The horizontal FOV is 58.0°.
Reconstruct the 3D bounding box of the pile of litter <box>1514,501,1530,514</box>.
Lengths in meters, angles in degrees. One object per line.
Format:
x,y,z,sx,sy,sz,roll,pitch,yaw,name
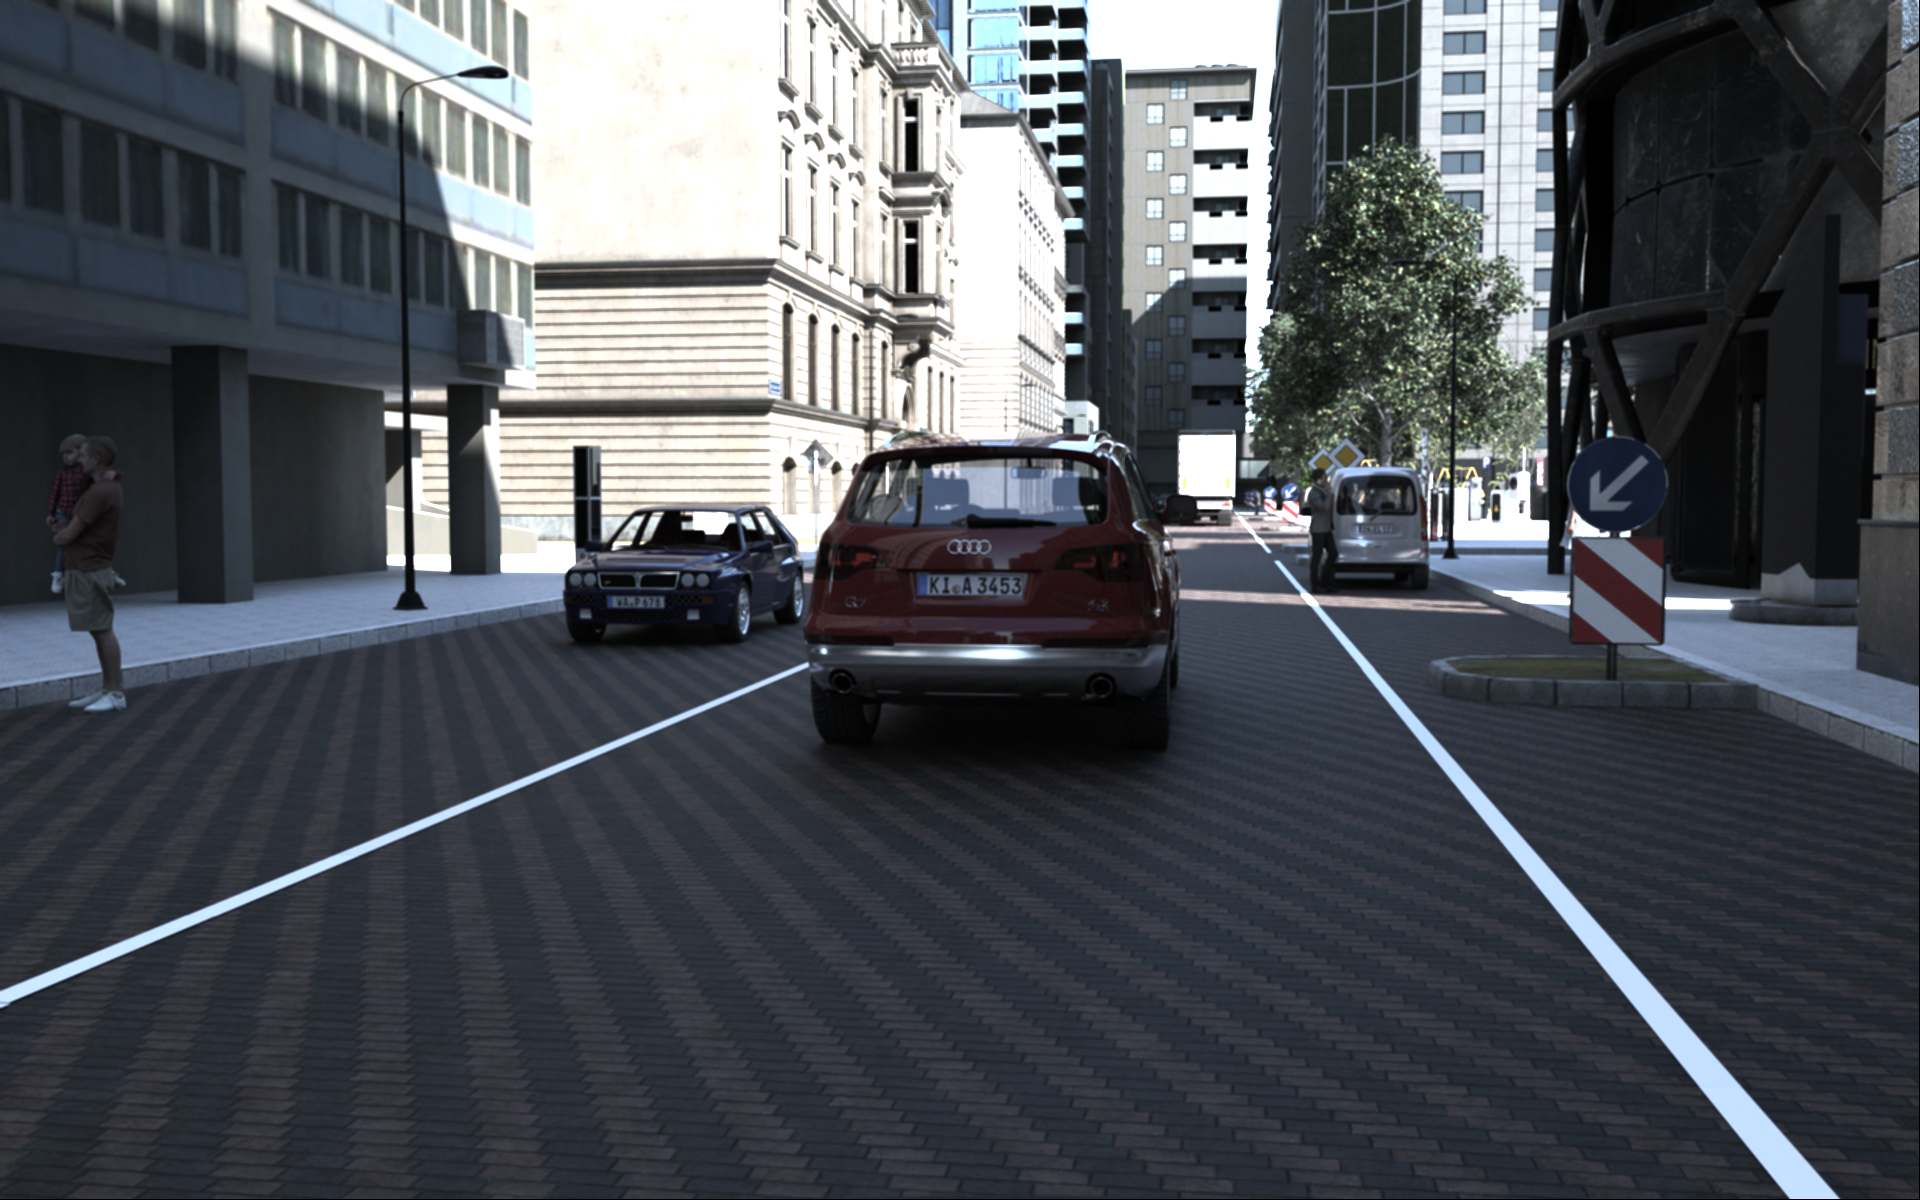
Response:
36.107,-5.947,111.194,1.719,0.858,1.176,-1,4,-8,pile of litter

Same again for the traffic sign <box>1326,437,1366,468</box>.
7.883,-2.026,35.309,0.795,2.593,0.064,1,4,9,traffic sign

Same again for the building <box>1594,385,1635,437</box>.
75.132,-19.995,171.964,28.899,21.520,27.650,1,4,9,building

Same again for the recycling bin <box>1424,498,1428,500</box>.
26.903,-5.429,101.311,0.722,1.027,0.722,-1,4,-14,recycling bin

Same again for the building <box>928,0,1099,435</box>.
0.103,-50.255,134.337,22.319,86.520,31.000,1,4,9,building

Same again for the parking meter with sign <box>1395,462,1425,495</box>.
18.104,-4.436,68.786,1.738,3.016,0.543,1,4,18,parking meter with sign

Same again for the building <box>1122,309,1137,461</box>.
3.680,-20.753,184.350,28.899,21.520,27.650,1,4,9,building

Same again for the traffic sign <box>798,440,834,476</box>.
-3.086,-2.127,36.971,0.795,2.593,0.064,1,4,9,traffic sign

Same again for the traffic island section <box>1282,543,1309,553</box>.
9.093,-1.285,43.285,2.009,0.180,2.903,1,4,9,traffic island section

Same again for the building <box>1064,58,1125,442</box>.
7.553,-29.057,158.676,14.154,41.232,14.086,1,4,9,building

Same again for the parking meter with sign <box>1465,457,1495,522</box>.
23.828,-5.150,80.464,1.738,3.016,0.543,-2,4,-25,parking meter with sign

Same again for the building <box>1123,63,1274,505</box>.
24.557,-38.233,214.345,27.495,52.752,28.713,1,4,9,building

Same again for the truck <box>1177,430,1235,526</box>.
11.535,-5.648,81.255,2.839,4.237,11.283,0,4,8,truck

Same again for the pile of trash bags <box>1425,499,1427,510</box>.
24.136,-5.199,94.751,3.447,1.369,1.912,1,4,9,pile of trash bags

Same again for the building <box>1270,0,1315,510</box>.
38.332,-32.231,150.679,21.300,48.544,21.600,1,4,9,building

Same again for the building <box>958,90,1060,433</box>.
-0.607,-14.643,88.559,9.793,20.994,18.267,1,4,9,building

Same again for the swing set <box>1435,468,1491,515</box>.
30.104,-6.536,104.482,2.862,2.851,3.119,-1,4,-18,swing set

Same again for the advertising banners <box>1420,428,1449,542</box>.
12.847,-3.096,46.810,0.090,3.025,2.074,3,5,39,advertising banners

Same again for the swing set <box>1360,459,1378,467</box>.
18.669,-4.921,78.085,2.862,2.851,3.119,0,4,-2,swing set

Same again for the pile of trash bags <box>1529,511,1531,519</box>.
30.800,-4.881,89.557,1.912,1.369,3.447,3,4,39,pile of trash bags

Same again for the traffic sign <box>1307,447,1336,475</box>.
9.068,-2.509,43.206,0.795,2.593,0.064,1,4,9,traffic sign

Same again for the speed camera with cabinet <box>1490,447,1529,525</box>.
23.354,-4.846,73.564,0.660,3.252,2.038,-1,4,-15,speed camera with cabinet

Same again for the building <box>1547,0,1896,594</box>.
17.296,-9.640,25.071,16.820,18.784,16.811,1,4,9,building

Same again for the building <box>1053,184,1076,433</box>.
0.877,-17.080,108.139,11.050,23.489,19.941,1,4,9,building

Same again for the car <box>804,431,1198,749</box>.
0.408,-0.166,11.391,2.281,1.827,5.304,0,4,8,car

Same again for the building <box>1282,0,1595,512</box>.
35.125,-42.258,129.167,20.563,71.187,20.611,1,4,9,building

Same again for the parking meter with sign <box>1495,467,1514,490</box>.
33.371,-6.796,107.370,1.738,3.016,0.543,1,4,16,parking meter with sign

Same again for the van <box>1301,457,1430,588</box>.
6.506,-1.269,27.757,2.013,2.044,4.112,1,4,9,van

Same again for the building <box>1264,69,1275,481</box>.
42.371,-31.894,176.085,22.147,44.769,28.867,1,4,9,building

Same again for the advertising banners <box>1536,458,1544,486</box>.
28.879,-5.406,84.579,2.074,3.025,0.090,-2,4,-26,advertising banners

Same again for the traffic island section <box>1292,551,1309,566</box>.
7.907,-0.802,35.388,2.009,0.180,2.903,1,4,9,traffic island section

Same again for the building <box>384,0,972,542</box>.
-7.563,-14.886,62.467,14.460,24.649,34.723,1,4,9,building

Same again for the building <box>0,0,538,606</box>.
-19.341,-20.237,22.760,23.993,40.220,32.217,1,4,9,building

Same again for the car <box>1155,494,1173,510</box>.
18.854,-8.921,157.663,2.131,1.459,4.920,0,4,7,car
